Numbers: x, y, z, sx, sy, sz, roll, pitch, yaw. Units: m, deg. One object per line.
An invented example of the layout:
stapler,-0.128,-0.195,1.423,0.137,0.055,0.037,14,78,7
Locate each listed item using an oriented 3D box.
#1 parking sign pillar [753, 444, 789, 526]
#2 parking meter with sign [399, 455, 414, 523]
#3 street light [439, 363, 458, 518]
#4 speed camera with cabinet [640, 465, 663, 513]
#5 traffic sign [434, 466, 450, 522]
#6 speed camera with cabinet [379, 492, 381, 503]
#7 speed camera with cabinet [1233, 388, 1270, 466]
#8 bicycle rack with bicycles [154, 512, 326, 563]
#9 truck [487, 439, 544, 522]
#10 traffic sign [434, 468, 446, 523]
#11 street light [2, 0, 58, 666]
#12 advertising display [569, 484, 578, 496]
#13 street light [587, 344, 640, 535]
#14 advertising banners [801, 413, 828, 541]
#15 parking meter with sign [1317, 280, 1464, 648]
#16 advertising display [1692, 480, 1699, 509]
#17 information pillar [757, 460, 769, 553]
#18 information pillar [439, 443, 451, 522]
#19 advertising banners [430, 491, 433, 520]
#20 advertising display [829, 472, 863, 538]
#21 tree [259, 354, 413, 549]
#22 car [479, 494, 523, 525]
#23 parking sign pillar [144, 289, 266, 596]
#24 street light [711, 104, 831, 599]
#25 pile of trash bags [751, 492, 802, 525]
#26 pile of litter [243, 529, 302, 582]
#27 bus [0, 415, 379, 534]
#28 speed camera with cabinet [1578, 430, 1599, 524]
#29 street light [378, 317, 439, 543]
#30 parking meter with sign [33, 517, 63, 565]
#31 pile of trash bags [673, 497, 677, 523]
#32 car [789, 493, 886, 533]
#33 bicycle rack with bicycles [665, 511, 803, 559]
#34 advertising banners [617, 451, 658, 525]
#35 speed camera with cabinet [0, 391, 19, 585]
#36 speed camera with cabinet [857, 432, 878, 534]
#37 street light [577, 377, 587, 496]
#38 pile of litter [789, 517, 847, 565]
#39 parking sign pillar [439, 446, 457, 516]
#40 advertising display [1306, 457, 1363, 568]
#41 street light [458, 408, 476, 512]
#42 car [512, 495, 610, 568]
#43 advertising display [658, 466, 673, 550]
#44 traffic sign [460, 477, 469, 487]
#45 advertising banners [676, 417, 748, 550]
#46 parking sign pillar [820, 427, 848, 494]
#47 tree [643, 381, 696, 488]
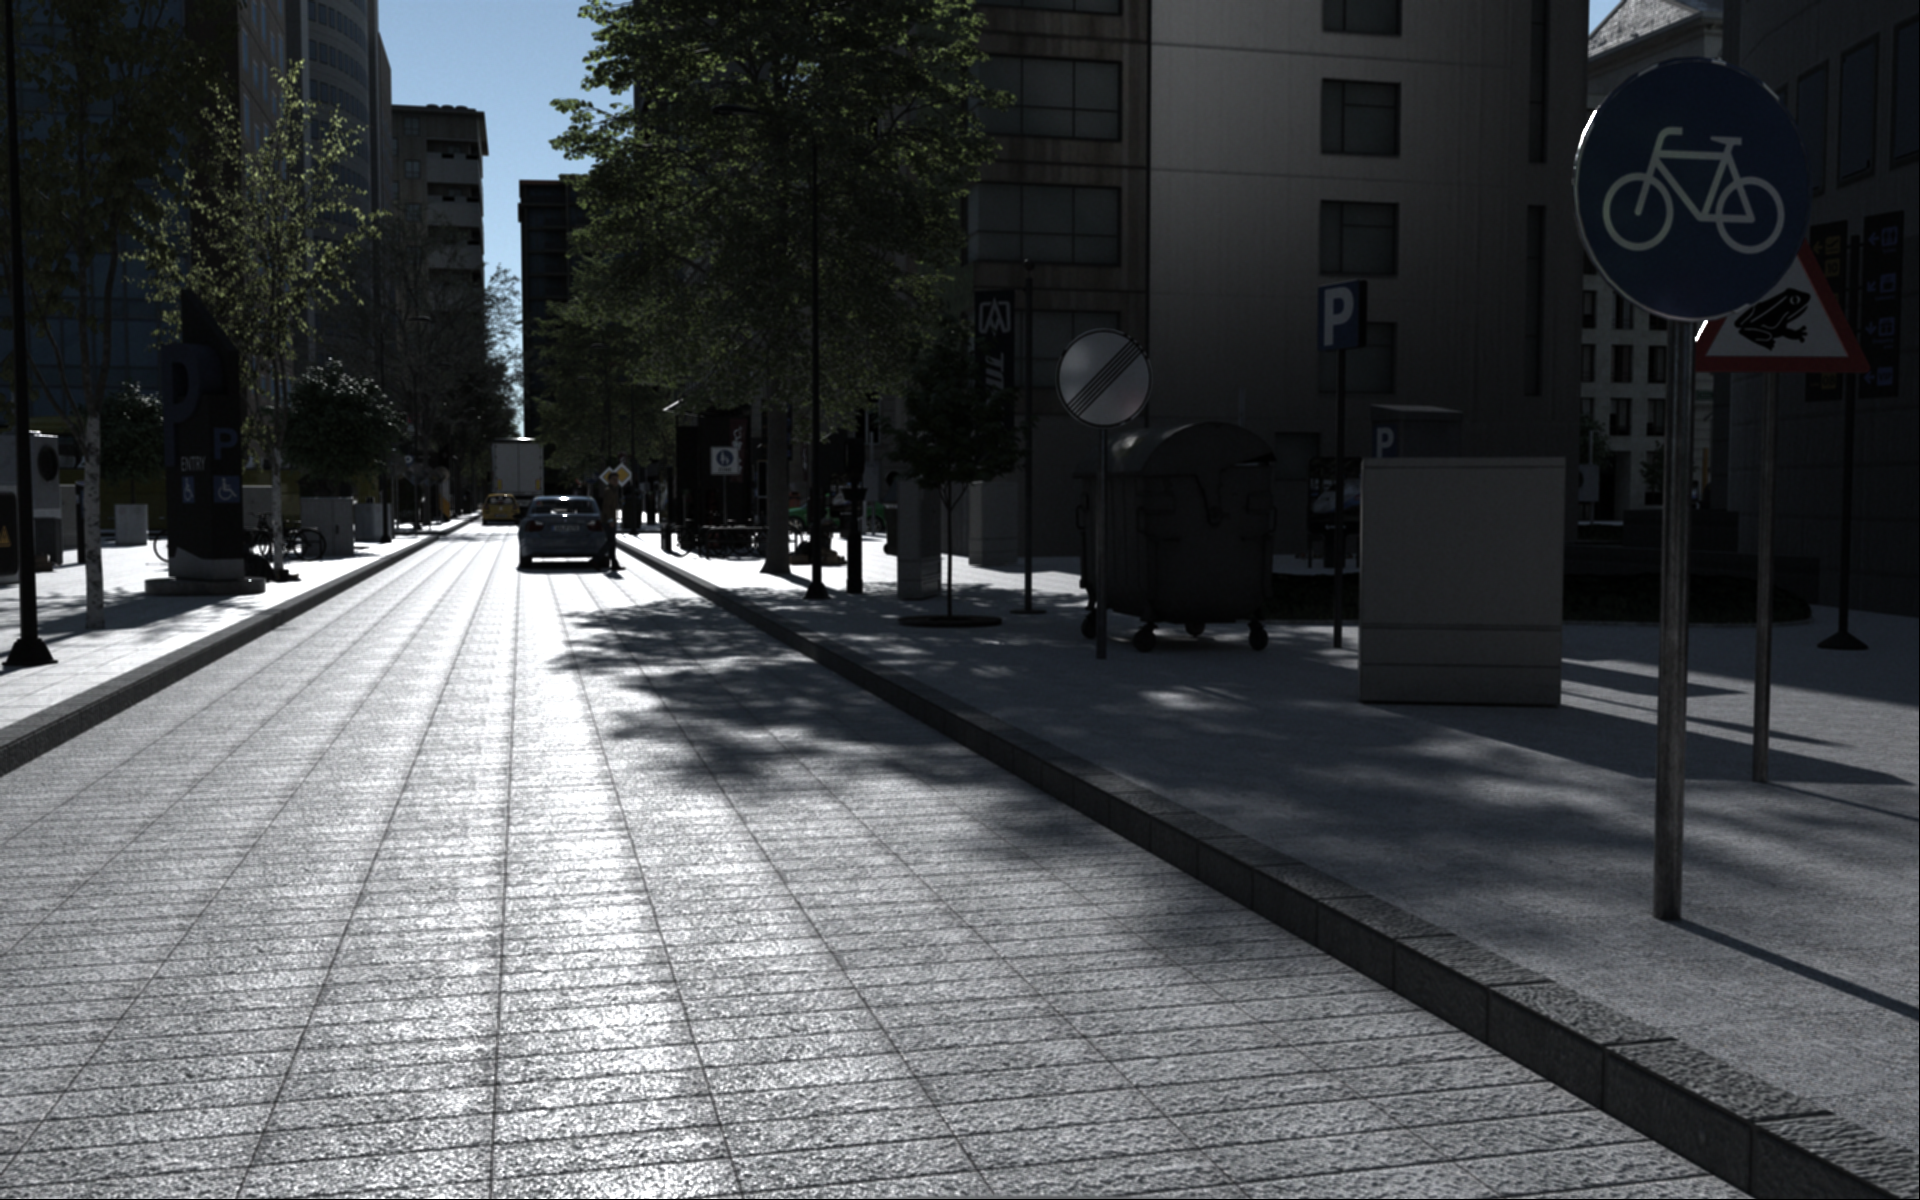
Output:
parking sign pillar,-7.347,-4.836,67.546,1.447,3.967,1.447,-2,4,-30
parking meter with sign,-24.989,-4.987,77.800,0.543,3.016,1.738,-2,4,-31
street light,-18.683,-5.428,61.296,1.470,5.913,1.316,-1,4,-14
speed camera with cabinet,-20.815,-7.568,118.079,0.660,3.252,2.038,-3,5,-39
traffic sign,-23.673,-4.828,79.051,0.768,2.556,0.104,0,4,-5
speed camera with cabinet,-41.943,-8.042,125.830,2.038,3.252,0.660,-2,4,-30
speed camera with cabinet,5.036,-2.281,31.634,0.660,3.252,2.038,2,4,32
bicycle rack with bicycles,-13.483,-1.216,33.262,2.925,0.926,2.852,1,4,11
truck,-23.943,-6.384,93.289,2.839,4.237,11.283,-1,4,-16
traffic sign,-23.317,-4.650,77.208,0.795,2.450,0.064,-1,4,-12
street light,-6.491,-2.475,13.015,1.470,5.913,1.316,-1,4,-14
advertising display,-26.386,-6.915,118.270,0.123,1.923,0.974,1,4,18
street light,-10.732,-4.976,53.899,1.470,5.913,1.316,-1,4,-14
advertising banners,-3.084,-2.462,36.440,0.090,3.025,2.074,-1,4,-19
parking meter with sign,3.902,-1.130,14.729,1.738,3.016,0.543,-2,4,-25
advertising display,34.211,-4.666,81.501,0.974,1.923,0.123,2,4,33
information pillar,-4.190,-2.026,37.625,0.304,2.012,0.304,2,4,34
information pillar,-23.692,-5.397,79.595,0.504,3.616,0.183,1,4,14
advertising banners,-26.148,-5.302,82.881,0.090,3.025,2.074,3,4,38
advertising display,-3.346,-2.797,50.949,0.974,1.923,0.123,0,4,3
tree,-14.583,-3.481,40.625,4.285,4.588,4.351,0,3,0
car,-21.624,-4.363,81.559,2.015,1.641,3.980,-1,4,-15
parking sign pillar,-9.769,-2.071,22.333,1.447,3.967,1.447,3,5,42
street light,-2.280,-2.959,20.927,1.470,5.913,1.316,-1,4,-14
pile of trash bags,-8.104,-3.709,70.389,3.447,1.369,1.912,-2,4,-24
pile of litter,-10.542,-0.712,25.605,1.719,0.858,1.176,2,4,31
bus,-25.148,-3.914,55.541,12.252,3.916,2.896,-1,4,-14
speed camera with cabinet,19.165,-3.672,54.367,0.660,3.252,2.038,-1,4,-18
street light,-14.555,-4.458,45.437,1.470,5.913,1.316,-1,4,-14
parking meter with sign,-17.124,-2.131,31.103,1.738,3.016,0.543,0,4,-8
pile of trash bags,-11.779,-4.089,76.600,1.912,1.369,3.447,-1,4,-17
car,-4.498,-3.120,59.815,4.718,1.807,1.959,-1,4,-15
bicycle rack with bicycles,-4.510,-1.335,35.216,2.925,0.926,2.852,-1,4,-12
advertising banners,-13.351,-4.614,71.635,0.090,3.025,2.074,3,5,40
speed camera with cabinet,-13.781,-1.875,24.987,0.660,3.252,2.038,0,3,0
speed camera with cabinet,-3.244,-3.748,55.620,0.660,3.252,2.038,-2,4,-23
street light,-14.518,-5.904,69.072,1.470,5.913,1.316,-1,4,-14
pile of litter,-2.648,-1.088,31.758,1.719,0.858,1.176,3,5,43
parking sign pillar,-28.787,-6.605,96.457,1.447,3.967,1.447,-3,5,-40
advertising display,6.510,-1.521,30.075,0.974,1.923,0.123,0,4,-3
street light,-26.859,-7.410,93.690,1.470,5.913,1.316,-1,4,-14
car,-8.004,-1.405,34.974,2.014,1.417,4.499,-1,4,-14
advertising display,-6.768,-2.118,39.846,0.123,1.923,0.974,-1,4,-22
traffic sign,-36.562,-7.795,127.556,0.768,2.556,0.104,-1,4,-13
advertising banners,-5.747,-2.688,40.131,2.074,3.025,0.090,2,4,30
parking sign pillar,-4.850,-4.650,64.502,1.447,3.967,1.447,-2,4,-24
tree,-18.531,-9.850,111.410,4.360,8.622,3.978,0,3,0
